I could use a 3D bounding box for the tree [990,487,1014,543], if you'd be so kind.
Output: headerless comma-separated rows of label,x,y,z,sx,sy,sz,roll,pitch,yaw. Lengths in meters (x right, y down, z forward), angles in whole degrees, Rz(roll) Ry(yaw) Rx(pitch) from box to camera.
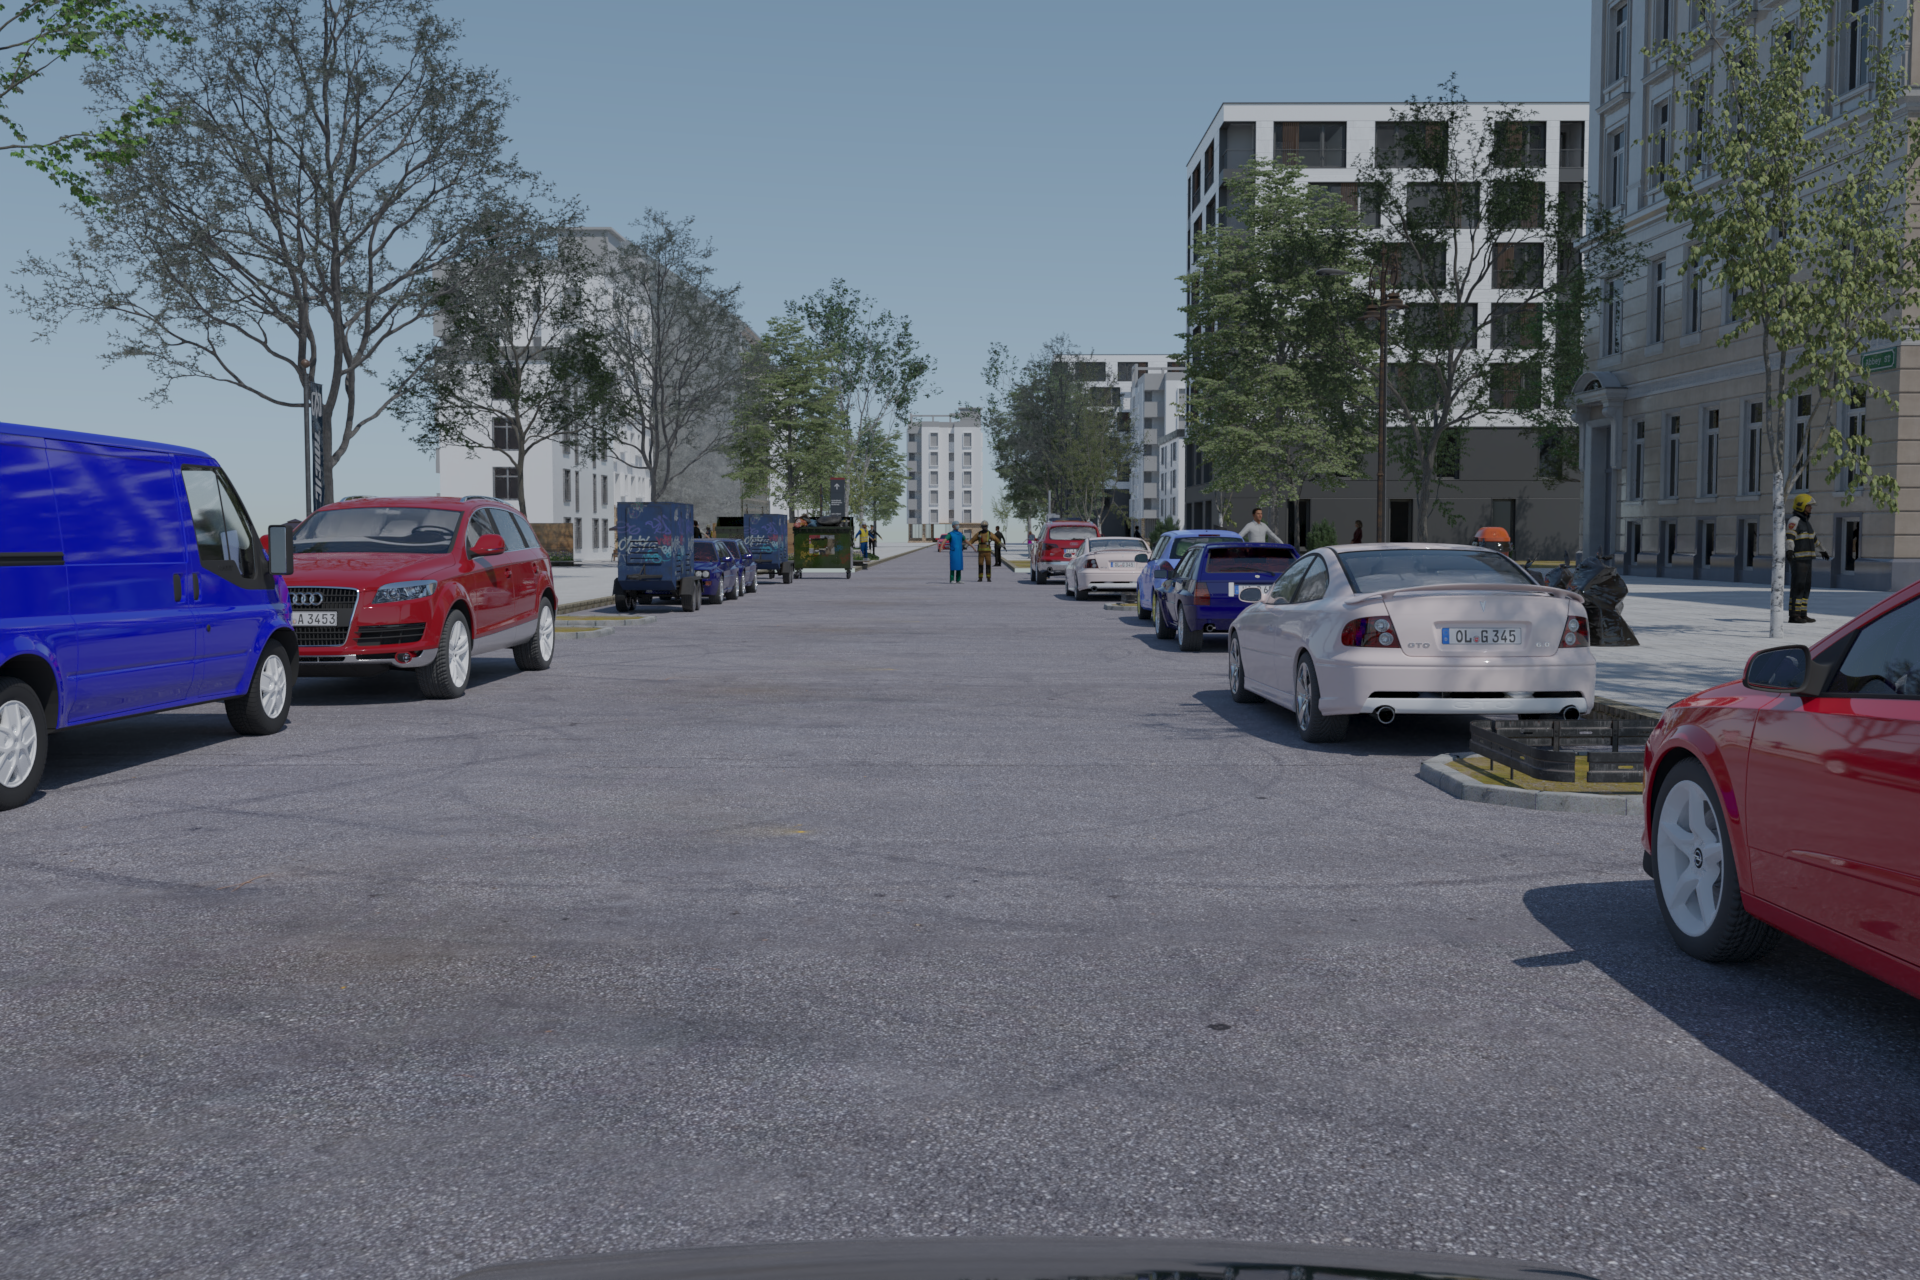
tree,6.598,-18.708,256.236,4.737,8.622,4.395,0,3,0

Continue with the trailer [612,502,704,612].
trailer,-5.590,-1.490,31.406,1.471,1.999,3.904,0,4,0

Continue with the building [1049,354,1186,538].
building,24.802,-22.564,212.898,27.936,21.610,32.646,0,4,1

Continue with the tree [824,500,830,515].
tree,-21.010,-19.708,256.630,7.601,10.594,8.767,0,4,1

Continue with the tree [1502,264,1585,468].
tree,24.470,-8.538,65.352,9.928,11.665,9.643,0,3,0

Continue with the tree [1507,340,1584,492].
tree,28.953,-8.708,76.791,8.767,10.594,7.601,-1,4,-21

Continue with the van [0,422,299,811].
van,-5.828,-0.381,10.614,2.240,2.365,5.245,0,4,1

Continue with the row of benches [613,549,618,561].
row of benches,-15.610,-4.186,83.901,1.422,0.672,4.104,1,4,18

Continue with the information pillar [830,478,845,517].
information pillar,-5.619,-5.523,79.685,0.750,3.857,0.750,0,4,1

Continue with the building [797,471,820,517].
building,-22.798,-17.523,228.652,9.099,9.664,28.070,0,4,1

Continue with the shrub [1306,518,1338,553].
shrub,17.004,-4.713,81.097,1.661,2.075,1.752,0,3,0

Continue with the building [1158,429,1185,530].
building,21.887,-12.012,138.537,9.099,9.664,28.070,0,4,0

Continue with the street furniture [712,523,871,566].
street furniture,-6.687,-3.941,71.292,11.010,1.723,9.812,0,4,-4

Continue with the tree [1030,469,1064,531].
tree,7.295,-11.588,139.830,4.737,8.622,4.395,0,3,0

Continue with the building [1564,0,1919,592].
building,26.749,-15.976,47.119,13.634,28.700,20.117,0,4,0

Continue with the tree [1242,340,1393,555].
tree,14.574,-8.526,73.818,8.767,10.594,7.601,2,4,30

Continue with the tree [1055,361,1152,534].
tree,5.941,-7.544,73.703,4.360,8.622,3.978,0,3,0

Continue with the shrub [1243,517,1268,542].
shrub,14.188,-4.736,81.477,1.661,2.075,1.752,0,3,0

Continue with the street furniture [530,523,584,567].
street furniture,-19.700,-3.860,69.967,9.812,1.723,11.010,-1,4,-11

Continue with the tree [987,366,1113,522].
tree,7.019,-13.706,130.749,9.857,13.997,8.962,0,3,0

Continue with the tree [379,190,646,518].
tree,-12.354,-6.933,47.761,7.601,10.594,8.767,-1,4,-21

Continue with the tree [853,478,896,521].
tree,-12.880,-20.007,261.531,7.601,10.594,8.767,1,4,9

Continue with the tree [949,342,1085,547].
tree,5.751,-19.288,171.246,12.611,20.169,13.585,0,3,0

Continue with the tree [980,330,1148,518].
tree,6.405,-11.939,105.571,12.009,13.543,11.850,0,3,0

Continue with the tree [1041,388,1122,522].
tree,6.501,-8.360,87.043,4.360,8.622,3.978,0,3,0

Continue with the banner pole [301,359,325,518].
banner pole,-9.367,-2.148,25.131,0.401,3.779,0.863,0,4,1

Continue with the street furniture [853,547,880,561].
street furniture,-8.840,-4.169,83.794,10.072,0.657,5.734,0,4,1

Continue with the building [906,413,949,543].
building,-7.717,-24.662,262.099,11.380,20.090,16.016,0,4,-1

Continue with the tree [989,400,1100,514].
tree,6.284,-11.381,120.495,7.601,10.594,8.767,2,4,34

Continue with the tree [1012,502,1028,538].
tree,9.988,-19.043,261.715,4.737,8.622,4.395,0,3,0

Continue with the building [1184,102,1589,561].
building,26.480,-15.570,98.541,27.936,21.610,32.646,0,4,0

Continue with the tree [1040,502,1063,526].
tree,7.742,-12.621,156.718,4.737,8.622,4.395,0,3,0

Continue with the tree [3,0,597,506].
tree,-12.094,-7.502,33.027,12.009,13.543,11.850,0,3,0

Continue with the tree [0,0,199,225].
tree,-11.627,-5.588,17.125,9.928,11.665,9.643,0,3,0

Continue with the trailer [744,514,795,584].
trailer,-5.582,-2.585,49.316,1.471,1.999,3.904,0,4,0

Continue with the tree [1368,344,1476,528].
tree,17.436,-7.020,65.141,4.737,8.622,4.395,0,3,0

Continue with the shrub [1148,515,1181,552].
shrub,8.194,-3.934,68.357,1.661,2.075,1.752,0,3,0

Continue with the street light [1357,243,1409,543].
street light,6.761,-3.367,27.837,0.468,5.910,1.993,0,3,0

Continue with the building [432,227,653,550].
building,-26.485,-15.390,108.039,16.016,20.090,11.380,0,4,0

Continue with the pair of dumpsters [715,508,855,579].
pair of dumpsters,-5.589,-3.085,55.385,4.436,2.255,1.574,0,4,0

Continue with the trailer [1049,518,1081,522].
trailer,3.709,-3.374,62.211,1.471,1.999,3.904,0,4,-1

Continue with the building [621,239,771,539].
building,-25.098,-18.547,134.180,19.493,23.208,18.063,0,4,0

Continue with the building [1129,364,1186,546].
building,24.126,-20.570,192.738,16.016,20.090,11.380,0,4,1

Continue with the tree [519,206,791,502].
tree,-11.303,-9.407,64.179,12.009,13.543,11.850,0,3,0

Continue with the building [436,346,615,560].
building,-22.694,-9.134,91.484,9.099,9.664,28.070,0,3,0

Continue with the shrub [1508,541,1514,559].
shrub,23.244,-3.864,74.294,1.383,1.207,1.383,0,3,0

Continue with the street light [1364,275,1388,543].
street light,7.997,-3.541,30.433,1.470,5.913,1.316,0,3,0

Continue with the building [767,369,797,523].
building,-24.818,-20.899,198.119,16.016,20.090,11.380,0,4,-1
